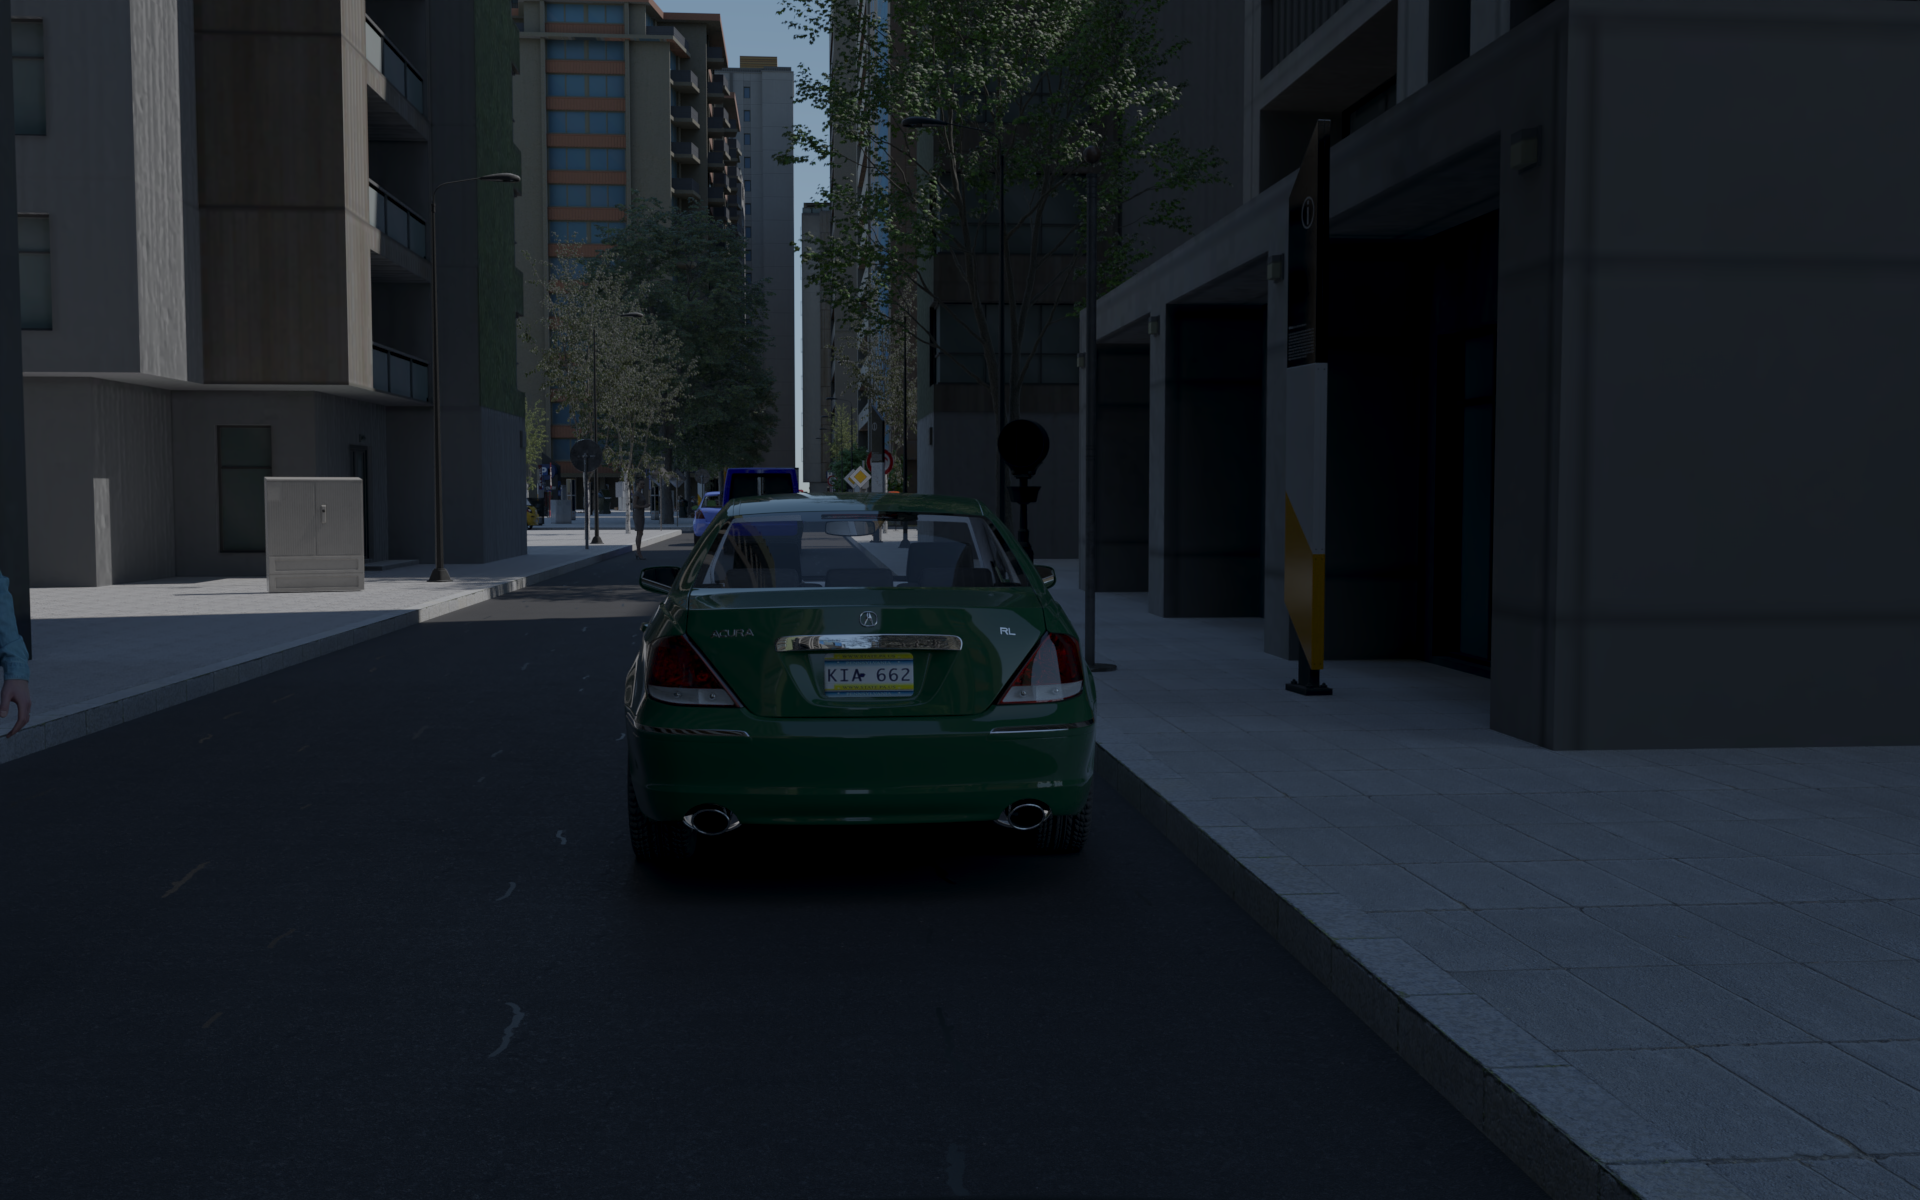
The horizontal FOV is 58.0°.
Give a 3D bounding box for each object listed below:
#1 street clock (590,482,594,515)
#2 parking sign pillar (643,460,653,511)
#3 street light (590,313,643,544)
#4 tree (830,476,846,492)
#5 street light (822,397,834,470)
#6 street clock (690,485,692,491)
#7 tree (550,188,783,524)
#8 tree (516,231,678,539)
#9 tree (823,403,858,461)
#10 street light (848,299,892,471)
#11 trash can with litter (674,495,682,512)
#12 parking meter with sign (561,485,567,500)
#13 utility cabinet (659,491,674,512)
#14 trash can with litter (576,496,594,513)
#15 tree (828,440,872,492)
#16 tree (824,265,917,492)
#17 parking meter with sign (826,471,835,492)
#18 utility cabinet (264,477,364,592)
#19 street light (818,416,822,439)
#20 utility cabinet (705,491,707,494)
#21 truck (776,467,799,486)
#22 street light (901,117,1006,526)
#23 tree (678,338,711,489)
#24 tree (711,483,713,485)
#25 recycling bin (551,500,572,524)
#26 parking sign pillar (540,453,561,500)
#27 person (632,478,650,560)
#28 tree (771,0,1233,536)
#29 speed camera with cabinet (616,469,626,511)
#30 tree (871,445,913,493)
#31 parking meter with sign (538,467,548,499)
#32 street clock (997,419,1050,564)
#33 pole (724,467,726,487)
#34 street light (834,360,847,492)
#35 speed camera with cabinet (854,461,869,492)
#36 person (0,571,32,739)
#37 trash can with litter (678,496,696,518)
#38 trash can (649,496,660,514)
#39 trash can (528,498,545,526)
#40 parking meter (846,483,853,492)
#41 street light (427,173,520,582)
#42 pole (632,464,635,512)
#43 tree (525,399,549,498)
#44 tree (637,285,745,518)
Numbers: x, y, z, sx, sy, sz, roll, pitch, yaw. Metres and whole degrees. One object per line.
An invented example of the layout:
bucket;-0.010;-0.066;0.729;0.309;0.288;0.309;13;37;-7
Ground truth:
street clock;-22.458;-6.166;105.391;0.358;2.002;0.471;0;4;-7
parking sign pillar;-24.013;-8.903;134.035;1.447;3.967;1.447;1;4;16
street light;-8.802;-4.396;44.424;1.470;5.913;1.316;0;4;-5
tree;-7.833;-7.323;114.329;1.663;3.219;1.824;0;3;0
street light;-5.742;-6.777;83.353;1.470;5.913;1.316;0;4;-5
street clock;-21.156;-7.980;135.042;0.471;2.002;0.358;-2;4;-28
tree;-12.469;-10.225;73.841;9.857;13.997;8.962;0;3;0
tree;-10.450;-6.007;48.577;4.360;8.622;3.978;0;3;0
tree;-9.091;-11.510;138.553;4.737;8.622;4.395;0;3;0
street light;-1.841;-4.190;41.054;1.470;5.913;1.316;0;4;-5
trash can with litter;-20.560;-7.110;127.312;1.678;1.210;2.233;-2;4;-26
parking meter with sign;-32.472;-8.885;141.525;0.543;3.016;1.738;1;4;16
utility cabinet;-18.980;-6.294;111.579;0.318;1.500;1.173;3;5;39
trash can with litter;-25.376;-6.457;116.626;2.233;1.210;1.678;2;4;31
tree;-6.421;-7.470;105.853;4.285;4.588;4.351;0;3;0
tree;-2.197;-6.466;56.089;4.360;8.622;3.978;0;3;0
parking meter with sign;-9.678;-8.340;132.626;0.543;3.016;1.738;-2;4;-26
utility cabinet;-8.437;-0.854;22.648;1.173;1.500;0.318;-2;4;-27
street light;-7.550;-7.970;102.844;1.470;5.913;1.316;0;4;-5
utility cabinet;-18.304;-7.049;123.935;0.318;1.500;1.173;-1;4;-13
truck;-18.745;-12.128;187.205;2.839;4.237;11.283;0;4;-7
street light;-0.022;-2.997;21.537;1.470;5.913;1.316;0;4;-5
tree;-10.671;-6.448;55.784;4.360;8.622;3.978;0;3;0
tree;-16.347;-9.671;108.485;4.360;8.622;3.978;0;3;0
recycling bin;-17.293;-3.824;75.077;0.722;1.027;0.722;-2;4;-31
parking sign pillar;-26.511;-7.561;112.096;1.447;3.967;1.447;1;4;17
person;-7.010;-1.788;38.076;0.374;1.781;0.599;0;4;5
tree;0.750;-6.291;28.612;9.928;11.665;9.643;0;3;0
speed camera with cabinet;-25.635;-8.376;131.281;0.660;3.252;2.038;0;4;0
tree;-2.508;-4.520;68.501;1.663;3.219;1.824;0;3;0
parking meter with sign;-26.579;-6.958;110.022;0.543;3.016;1.738;0;4;-4
street clock;0.618;-0.753;16.878;0.471;2.002;0.358;1;4;16
pole;-15.766;-7.494;116.365;0.158;3.312;0.155;0;3;0
street light;-3.550;-5.367;60.286;1.470;5.913;1.316;0;4;-5
speed camera with cabinet;-5.280;-6.636;102.841;2.038;3.252;0.660;-3;4;-38
person;-2.804;0.233;4.547;0.638;1.841;0.748;-3;4;-38
trash can with litter;-16.268;-5.612;103.139;1.055;1.170;0.624;0;4;8
trash can;-18.875;-5.843;107.181;0.748;1.137;0.748;0;3;0
trash can;-17.189;-3.587;70.307;0.748;1.137;0.748;0;3;0
parking meter;-5.031;-4.499;79.265;0.399;1.863;0.255;0;4;-1
street light;-7.068;-3.220;25.194;1.470;5.913;1.316;0;4;-5
pole;-22.188;-7.582;117.805;0.158;3.312;0.155;0;3;0
tree;-32.232;-10.870;128.094;4.737;8.622;4.395;0;3;0
tree;-15.060;-10.765;94.140;7.486;12.596;7.792;0;3;0
